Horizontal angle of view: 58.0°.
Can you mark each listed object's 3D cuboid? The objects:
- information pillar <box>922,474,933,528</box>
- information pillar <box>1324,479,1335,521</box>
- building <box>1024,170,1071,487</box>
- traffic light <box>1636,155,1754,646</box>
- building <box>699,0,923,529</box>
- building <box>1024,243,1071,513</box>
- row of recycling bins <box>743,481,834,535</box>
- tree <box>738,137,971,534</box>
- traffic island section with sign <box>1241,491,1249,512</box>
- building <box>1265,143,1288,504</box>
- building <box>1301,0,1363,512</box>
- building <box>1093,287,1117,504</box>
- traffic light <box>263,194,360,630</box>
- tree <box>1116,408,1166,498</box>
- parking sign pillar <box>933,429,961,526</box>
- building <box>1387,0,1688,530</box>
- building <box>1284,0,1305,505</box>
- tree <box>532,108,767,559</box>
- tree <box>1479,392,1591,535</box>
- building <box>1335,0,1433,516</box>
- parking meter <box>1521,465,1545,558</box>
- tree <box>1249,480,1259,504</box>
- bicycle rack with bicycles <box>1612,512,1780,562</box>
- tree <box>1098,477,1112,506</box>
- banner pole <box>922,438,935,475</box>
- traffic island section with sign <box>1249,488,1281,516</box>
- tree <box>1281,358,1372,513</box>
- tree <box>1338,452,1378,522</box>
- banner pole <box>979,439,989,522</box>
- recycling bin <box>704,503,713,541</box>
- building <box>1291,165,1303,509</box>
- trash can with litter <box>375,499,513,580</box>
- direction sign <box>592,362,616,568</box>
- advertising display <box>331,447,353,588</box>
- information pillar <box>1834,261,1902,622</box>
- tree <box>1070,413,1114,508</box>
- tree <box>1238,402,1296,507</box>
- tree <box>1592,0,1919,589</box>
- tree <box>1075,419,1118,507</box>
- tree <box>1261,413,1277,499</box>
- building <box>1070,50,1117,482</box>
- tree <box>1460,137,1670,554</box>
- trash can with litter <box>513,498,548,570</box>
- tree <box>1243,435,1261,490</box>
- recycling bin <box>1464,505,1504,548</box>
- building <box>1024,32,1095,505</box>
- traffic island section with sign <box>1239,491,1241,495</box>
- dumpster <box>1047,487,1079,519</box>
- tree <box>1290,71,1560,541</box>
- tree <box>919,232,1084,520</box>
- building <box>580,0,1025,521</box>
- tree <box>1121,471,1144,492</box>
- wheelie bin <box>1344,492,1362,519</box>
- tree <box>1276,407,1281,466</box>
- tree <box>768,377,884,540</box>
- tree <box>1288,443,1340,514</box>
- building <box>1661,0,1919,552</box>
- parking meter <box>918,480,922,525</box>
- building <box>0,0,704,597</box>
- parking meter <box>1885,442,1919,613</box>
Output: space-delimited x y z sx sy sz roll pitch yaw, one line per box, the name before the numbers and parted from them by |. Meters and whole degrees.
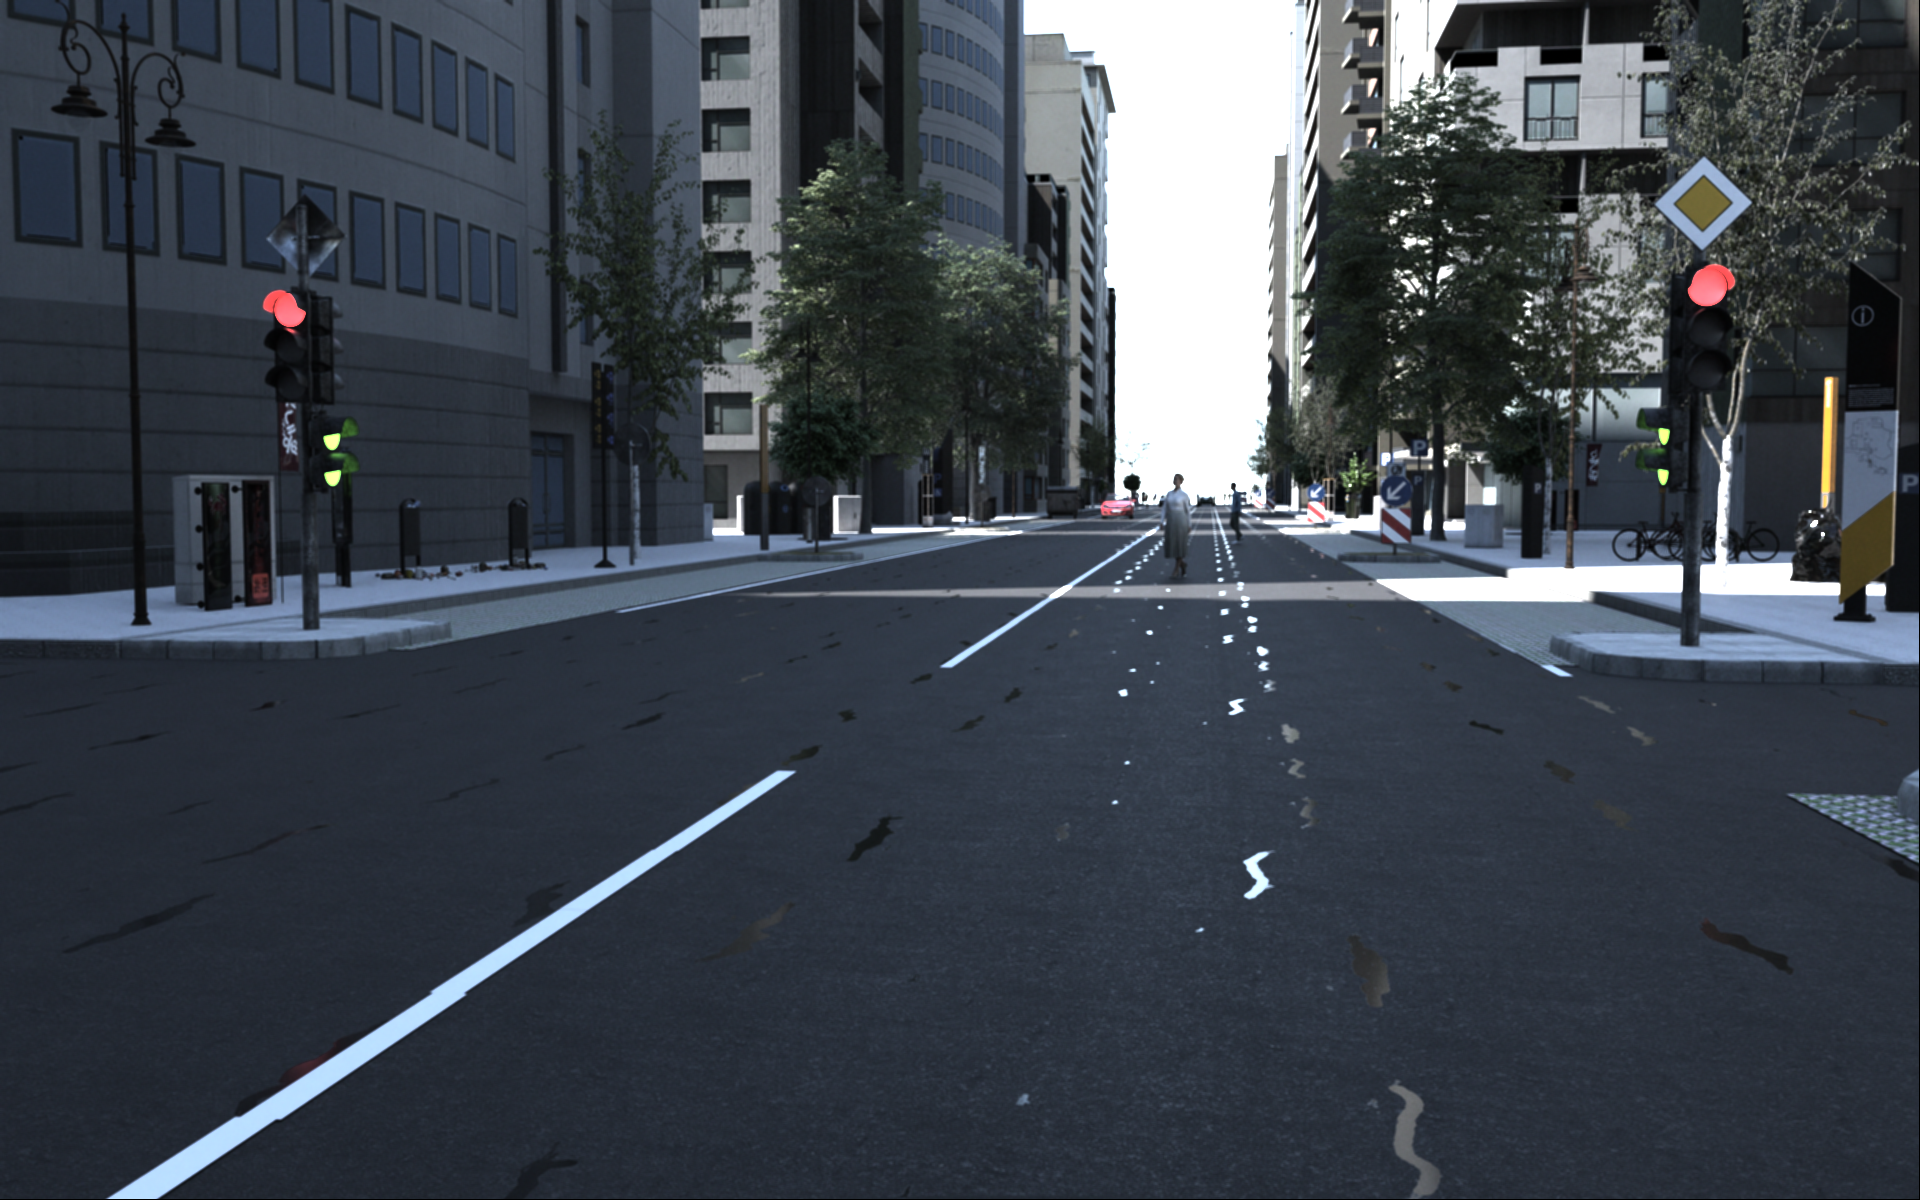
information pillar | -1.208 -3.702 65.022 0.304 2.012 0.304 3 5 39
information pillar | 17.937 -4.851 83.807 0.304 2.012 0.304 0 4 -1
building | 2.383 -23.534 156.484 14.160 30.474 14.107 1 4 8
traffic light | 6.156 -1.567 14.539 0.839 4.253 0.868 1 4 8
building | -9.530 -18.179 68.927 14.160 30.474 14.107 1 4 8
building | -6.286 -17.788 135.880 27.650 21.520 28.899 1 4 8
row of recycling bins | -5.504 -2.955 55.424 1.069 1.692 3.534 3 5 42
tree | -3.295 -8.442 56.154 7.486 12.596 7.792 0 3 0
traffic island section with sign | 23.957 -8.027 139.877 1.989 1.847 2.006 1 4 8
building | 52.544 -37.303 233.599 21.300 48.544 21.600 1 4 8
building | 38.017 -31.247 134.593 21.300 48.544 21.600 1 4 8
building | 13.645 -28.216 233.033 14.160 30.474 14.107 1 4 8
traffic light | -6.130 -1.674 16.291 0.839 4.253 0.868 1 4 8
tree | 24.493 -20.692 248.689 12.009 13.543 11.850 0 3 0
parking sign pillar | -0.693 -5.041 70.886 1.447 3.967 1.447 1 4 19
building | 33.035 -29.524 71.953 28.713 52.752 27.495 1 4 8
building | 49.876 -40.709 207.598 21.231 58.520 28.212 1 4 8
tree | -6.162 -5.117 34.022 4.737 8.622 4.395 0 3 0
tree | 18.198 -4.361 55.008 4.285 4.588 4.351 0 3 0
building | 35.754 -27.813 109.359 22.147 44.769 28.867 1 4 8
parking meter | 11.451 -1.768 34.614 0.399 1.863 0.255 -2 4 -29
tree | 40.020 -14.742 235.633 1.663 3.219 1.824 0 3 0
bicycle rack with bicycles | 14.258 -1.232 33.533 2.925 0.926 2.852 2 4 24
tree | 15.728 -12.011 190.988 1.663 3.219 1.824 0 3 0
banner pole | -1.361 -5.305 76.753 0.863 3.779 0.401 -3 5 -42
traffic island section with sign | 19.989 -6.349 112.428 1.989 1.847 2.006 1 4 8
tree | 20.086 -8.730 93.097 4.360 8.622 3.978 0 3 0
tree | 18.230 -5.234 80.173 1.663 3.219 1.824 0 3 0
banner pole | 1.097 -5.430 78.795 0.401 3.779 0.863 -3 4 -37
recycling bin | -7.249 -2.139 47.522 0.722 1.027 0.722 -3 4 -38
building | 36.874 -23.340 153.314 14.160 30.474 14.107 1 4 8
trash can with litter | -8.226 -0.964 26.814 1.678 1.210 2.233 1 4 10
direction sign | -6.208 -2.336 30.192 0.379 3.537 0.876 1 4 11
advertising display | -8.602 -1.155 24.105 0.123 1.923 0.974 -2 4 -29
information pillar | 9.097 -1.589 17.331 0.504 3.616 0.183 3 5 43
tree | 12.031 -12.607 156.493 4.360 8.622 3.978 0 3 0
tree | 31.865 -14.668 174.241 8.767 10.594 7.601 3 4 39
tree | 10.457 -4.464 23.351 4.360 8.622 3.978 0 3 0
tree | 12.931 -13.277 167.436 4.737 8.622 4.395 0 3 0
tree | 23.228 -10.342 119.459 4.360 8.622 3.978 0 3 0
building | 4.162 -38.135 212.741 28.713 52.752 27.495 1 4 8
tree | 12.757 -5.279 36.666 4.737 8.622 4.395 0 3 0
trash can with litter | -7.809 -1.124 29.434 1.678 1.210 2.233 1 4 18
tree | 35.321 -15.339 201.149 4.360 8.622 3.978 0 3 0
recycling bin | 12.509 -1.761 41.346 0.722 1.027 0.722 3 4 36
building | 3.202 -34.507 187.890 21.300 48.544 21.600 1 4 8
traffic island section with sign | 31.841 -11.362 194.388 1.989 1.847 2.006 1 4 8
dumpster | 5.852 -5.538 98.767 1.865 1.857 1.264 0 4 8
tree | 12.819 -7.911 47.466 7.486 12.596 7.792 0 3 0
tree | 0.859 -10.902 84.903 9.857 13.997 8.962 0 3 0
building | -7.957 -34.507 106.194 21.231 58.520 28.212 1 4 8
tree | 23.700 -15.547 237.912 4.285 4.588 4.351 0 3 0
wheelie bin | 20.105 -4.931 88.526 0.693 1.594 0.980 3 5 40
tree | 20.884 -9.238 101.408 4.360 8.622 3.978 0 3 0
tree | -3.850 -3.977 48.736 4.285 4.588 4.351 0 3 0
tree | 22.713 -7.790 111.074 4.285 4.588 4.351 0 3 0
building | 25.436 -16.629 43.590 14.160 30.474 14.107 1 4 8
parking meter | -1.593 -4.094 72.646 0.255 1.863 0.399 -1 4 -15
building | -19.262 -29.998 32.463 21.231 58.520 28.212 1 4 8
parking meter | 10.288 -0.804 18.851 0.399 1.863 0.255 1 4 20
